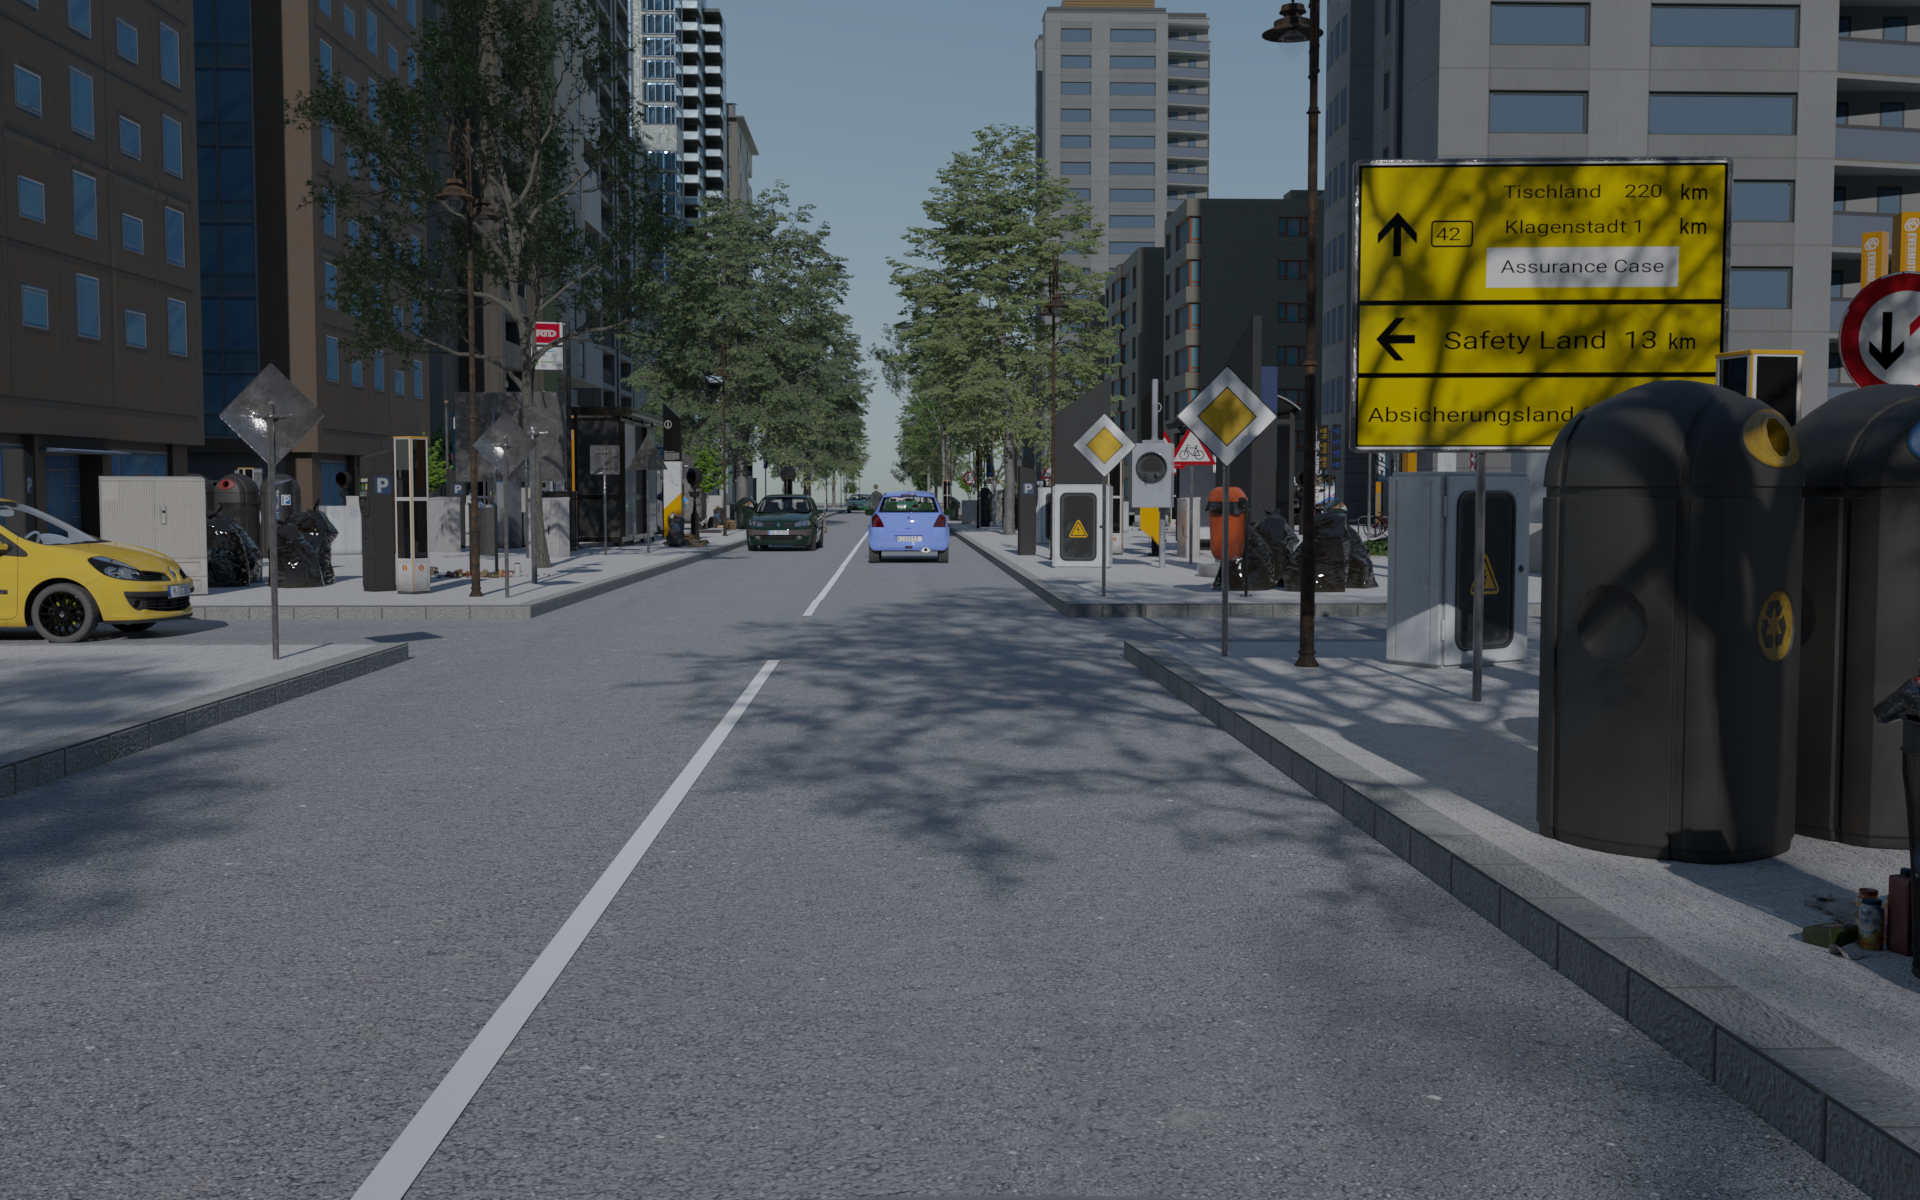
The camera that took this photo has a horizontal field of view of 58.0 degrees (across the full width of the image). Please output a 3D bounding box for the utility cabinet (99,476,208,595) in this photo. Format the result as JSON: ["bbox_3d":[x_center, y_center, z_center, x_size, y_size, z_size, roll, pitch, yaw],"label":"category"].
[{"bbox_3d":[-10.060,-0.791,21.620,1.173,1.500,0.318,-2,4,-32],"label":"utility cabinet"}]

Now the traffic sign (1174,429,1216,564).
[{"bbox_3d":[4.238,-1.941,31.738,0.884,2.594,0.081,0,4,2],"label":"traffic sign"}]

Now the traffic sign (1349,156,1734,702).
[{"bbox_3d":[3.521,-1.023,10.595,2.265,3.308,0.079,0,4,2],"label":"traffic sign"}]

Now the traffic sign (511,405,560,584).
[{"bbox_3d":[-6.087,-1.504,24.705,0.768,2.556,0.104,0,4,5],"label":"traffic sign"}]

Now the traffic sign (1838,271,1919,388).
[{"bbox_3d":[5.414,-0.605,10.006,0.768,2.556,0.104,0,4,1],"label":"traffic sign"}]

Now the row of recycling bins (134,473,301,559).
[{"bbox_3d":[-14.989,-1.691,34.763,3.534,1.692,1.069,0,4,0],"label":"row of recycling bins"}]

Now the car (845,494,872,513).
[{"bbox_3d":[-7.618,-7.290,130.986,2.131,1.459,4.920,0,4,-2],"label":"car"}]

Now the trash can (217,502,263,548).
[{"bbox_3d":[-12.617,-1.145,30.378,0.748,1.137,0.748,0,3,0],"label":"trash can"}]

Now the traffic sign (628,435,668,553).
[{"bbox_3d":[-6.823,-2.315,37.861,0.884,2.594,0.081,0,4,7],"label":"traffic sign"}]

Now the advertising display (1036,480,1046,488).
[{"bbox_3d":[4.189,-5.078,88.242,0.123,1.923,0.974,1,4,22],"label":"advertising display"}]

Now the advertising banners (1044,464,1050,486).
[{"bbox_3d":[4.059,-5.815,91.268,0.090,3.025,2.074,-3,5,-40],"label":"advertising banners"}]

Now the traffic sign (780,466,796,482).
[{"bbox_3d":[-7.834,-4.818,78.886,0.768,2.556,0.104,0,4,5],"label":"traffic sign"}]

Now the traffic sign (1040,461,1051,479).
[{"bbox_3d":[3.236,-3.692,60.366,0.884,2.594,0.081,0,3,0],"label":"traffic sign"}]

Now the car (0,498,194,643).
[{"bbox_3d":[-9.828,-0.436,17.355,3.980,1.641,2.015,0,4,-2],"label":"car"}]

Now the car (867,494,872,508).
[{"bbox_3d":[-8.828,-9.348,162.618,2.009,1.686,4.222,0,4,-4],"label":"car"}]

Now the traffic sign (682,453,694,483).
[{"bbox_3d":[-8.686,-3.304,54.134,0.768,2.556,0.104,0,4,6],"label":"traffic sign"}]

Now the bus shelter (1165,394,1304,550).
[{"bbox_3d":[5.792,-2.627,36.872,2.014,3.302,5.546,0,4,-2],"label":"bus shelter"}]

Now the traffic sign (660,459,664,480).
[{"bbox_3d":[-8.420,-2.945,50.281,0.606,2.300,0.079,0,4,7],"label":"traffic sign"}]

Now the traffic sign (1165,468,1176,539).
[{"bbox_3d":[5.653,-2.924,47.816,0.884,2.594,0.081,0,4,1],"label":"traffic sign"}]

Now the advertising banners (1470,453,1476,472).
[{"bbox_3d":[17.359,-3.740,57.332,0.090,3.025,2.074,-1,4,-11],"label":"advertising banners"}]

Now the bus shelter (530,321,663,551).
[{"bbox_3d":[-8.970,-3.993,42.912,2.179,5.291,8.768,0,4,-2],"label":"bus shelter"}]

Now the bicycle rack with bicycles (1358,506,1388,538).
[{"bbox_3d":[13.241,-2.354,51.865,2.925,0.926,2.852,0,4,-2],"label":"bicycle rack with bicycles"}]

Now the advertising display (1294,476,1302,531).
[{"bbox_3d":[11.541,-3.389,60.625,0.123,1.923,0.974,-3,5,-44],"label":"advertising display"}]

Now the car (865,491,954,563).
[{"bbox_3d":[-1.092,-1.688,37.197,1.945,1.707,3.694,0,4,-2],"label":"car"}]

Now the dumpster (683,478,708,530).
[{"bbox_3d":[-9.756,-3.457,62.282,1.264,1.857,1.865,0,4,-2],"label":"dumpster"}]

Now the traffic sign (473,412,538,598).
[{"bbox_3d":[-5.595,-1.083,21.352,0.795,2.450,0.064,0,4,-2],"label":"traffic sign"}]

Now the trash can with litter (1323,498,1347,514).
[{"bbox_3d":[10.900,-2.449,51.433,1.055,1.170,0.624,-1,4,-16],"label":"trash can with litter"}]

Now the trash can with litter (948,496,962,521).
[{"bbox_3d":[-0.063,-4.372,82.869,1.055,1.170,0.624,2,4,32],"label":"trash can with litter"}]

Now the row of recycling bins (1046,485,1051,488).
[{"bbox_3d":[3.868,-4.588,82.120,1.069,1.692,3.534,1,4,15],"label":"row of recycling bins"}]

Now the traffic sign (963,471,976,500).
[{"bbox_3d":[0.557,-5.853,95.804,0.768,2.556,0.104,0,4,6],"label":"traffic sign"}]

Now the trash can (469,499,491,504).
[{"bbox_3d":[-13.919,-2.377,50.517,0.748,1.137,0.748,0,3,0],"label":"trash can"}]

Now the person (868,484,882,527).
[{"bbox_3d":[-3.634,-4.017,73.963,0.659,1.850,0.755,-3,4,-38],"label":"person"}]

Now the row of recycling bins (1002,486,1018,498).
[{"bbox_3d":[2.368,-4.175,75.378,1.069,1.692,3.534,0,4,-4],"label":"row of recycling bins"}]

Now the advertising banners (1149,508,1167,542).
[{"bbox_3d":[5.134,-3.019,45.553,0.090,3.025,2.074,-1,4,-8],"label":"advertising banners"}]

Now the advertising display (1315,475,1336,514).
[{"bbox_3d":[11.928,-3.179,57.195,0.974,1.923,0.123,-1,4,-12],"label":"advertising display"}]

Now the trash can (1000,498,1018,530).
[{"bbox_3d":[1.815,-3.085,62.090,0.748,1.137,0.748,0,3,0],"label":"trash can"}]

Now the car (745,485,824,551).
[{"bbox_3d":[-4.499,-2.142,44.814,2.009,1.686,4.222,0,4,0],"label":"car"}]

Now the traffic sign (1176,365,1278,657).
[{"bbox_3d":[2.087,-0.610,13.622,0.795,2.450,0.064,0,4,-2],"label":"traffic sign"}]

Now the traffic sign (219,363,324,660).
[{"bbox_3d":[-5.303,-0.595,13.373,0.795,2.450,0.064,0,4,-2],"label":"traffic sign"}]

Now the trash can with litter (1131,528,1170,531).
[{"bbox_3d":[6.894,-3.066,61.191,1.678,1.210,2.233,1,4,21],"label":"trash can with litter"}]

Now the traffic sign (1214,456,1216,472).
[{"bbox_3d":[5.200,-1.922,33.561,0.606,2.300,0.079,0,4,1],"label":"traffic sign"}]

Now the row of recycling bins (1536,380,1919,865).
[{"bbox_3d":[3.929,0.034,6.564,3.534,1.692,1.069,0,4,-6],"label":"row of recycling bins"}]

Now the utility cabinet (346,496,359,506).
[{"bbox_3d":[-18.568,-2.617,53.945,1.020,1.237,0.306,1,4,11],"label":"utility cabinet"}]

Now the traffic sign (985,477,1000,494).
[{"bbox_3d":[1.681,-5.571,91.094,0.884,2.594,0.081,0,4,7],"label":"traffic sign"}]

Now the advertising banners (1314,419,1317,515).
[{"bbox_3d":[8.150,-2.671,39.857,0.090,3.025,2.074,1,4,15],"label":"advertising banners"}]

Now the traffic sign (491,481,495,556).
[{"bbox_3d":[-9.609,-2.179,35.625,0.884,2.594,0.081,0,4,3],"label":"traffic sign"}]

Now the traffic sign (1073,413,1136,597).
[{"bbox_3d":[1.795,-1.098,21.602,0.795,2.450,0.064,0,4,-2],"label":"traffic sign"}]

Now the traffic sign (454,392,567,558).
[{"bbox_3d":[-8.972,-2.489,34.576,2.265,3.308,0.079,0,4,5],"label":"traffic sign"}]

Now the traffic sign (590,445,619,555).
[{"bbox_3d":[-7.428,-2.086,36.240,0.606,2.300,0.079,0,4,-1],"label":"traffic sign"}]

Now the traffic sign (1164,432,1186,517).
[{"bbox_3d":[4.262,-2.212,36.167,0.884,2.594,0.081,0,4,4],"label":"traffic sign"}]

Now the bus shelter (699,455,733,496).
[{"bbox_3d":[-12.426,-5.595,85.395,2.014,3.302,5.546,0,4,-2],"label":"bus shelter"}]

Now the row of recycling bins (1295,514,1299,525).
[{"bbox_3d":[13.791,-3.976,72.119,3.534,1.692,1.069,3,5,42],"label":"row of recycling bins"}]

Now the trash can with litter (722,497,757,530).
[{"bbox_3d":[-8.030,-3.133,62.618,0.624,1.170,1.055,3,5,44],"label":"trash can with litter"}]

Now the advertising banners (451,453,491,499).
[{"bbox_3d":[-20.773,-4.772,74.212,2.074,3.025,0.090,0,4,3],"label":"advertising banners"}]

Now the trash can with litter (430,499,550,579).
[{"bbox_3d":[-7.674,-0.977,27.038,2.233,1.210,1.678,2,4,25],"label":"trash can with litter"}]
